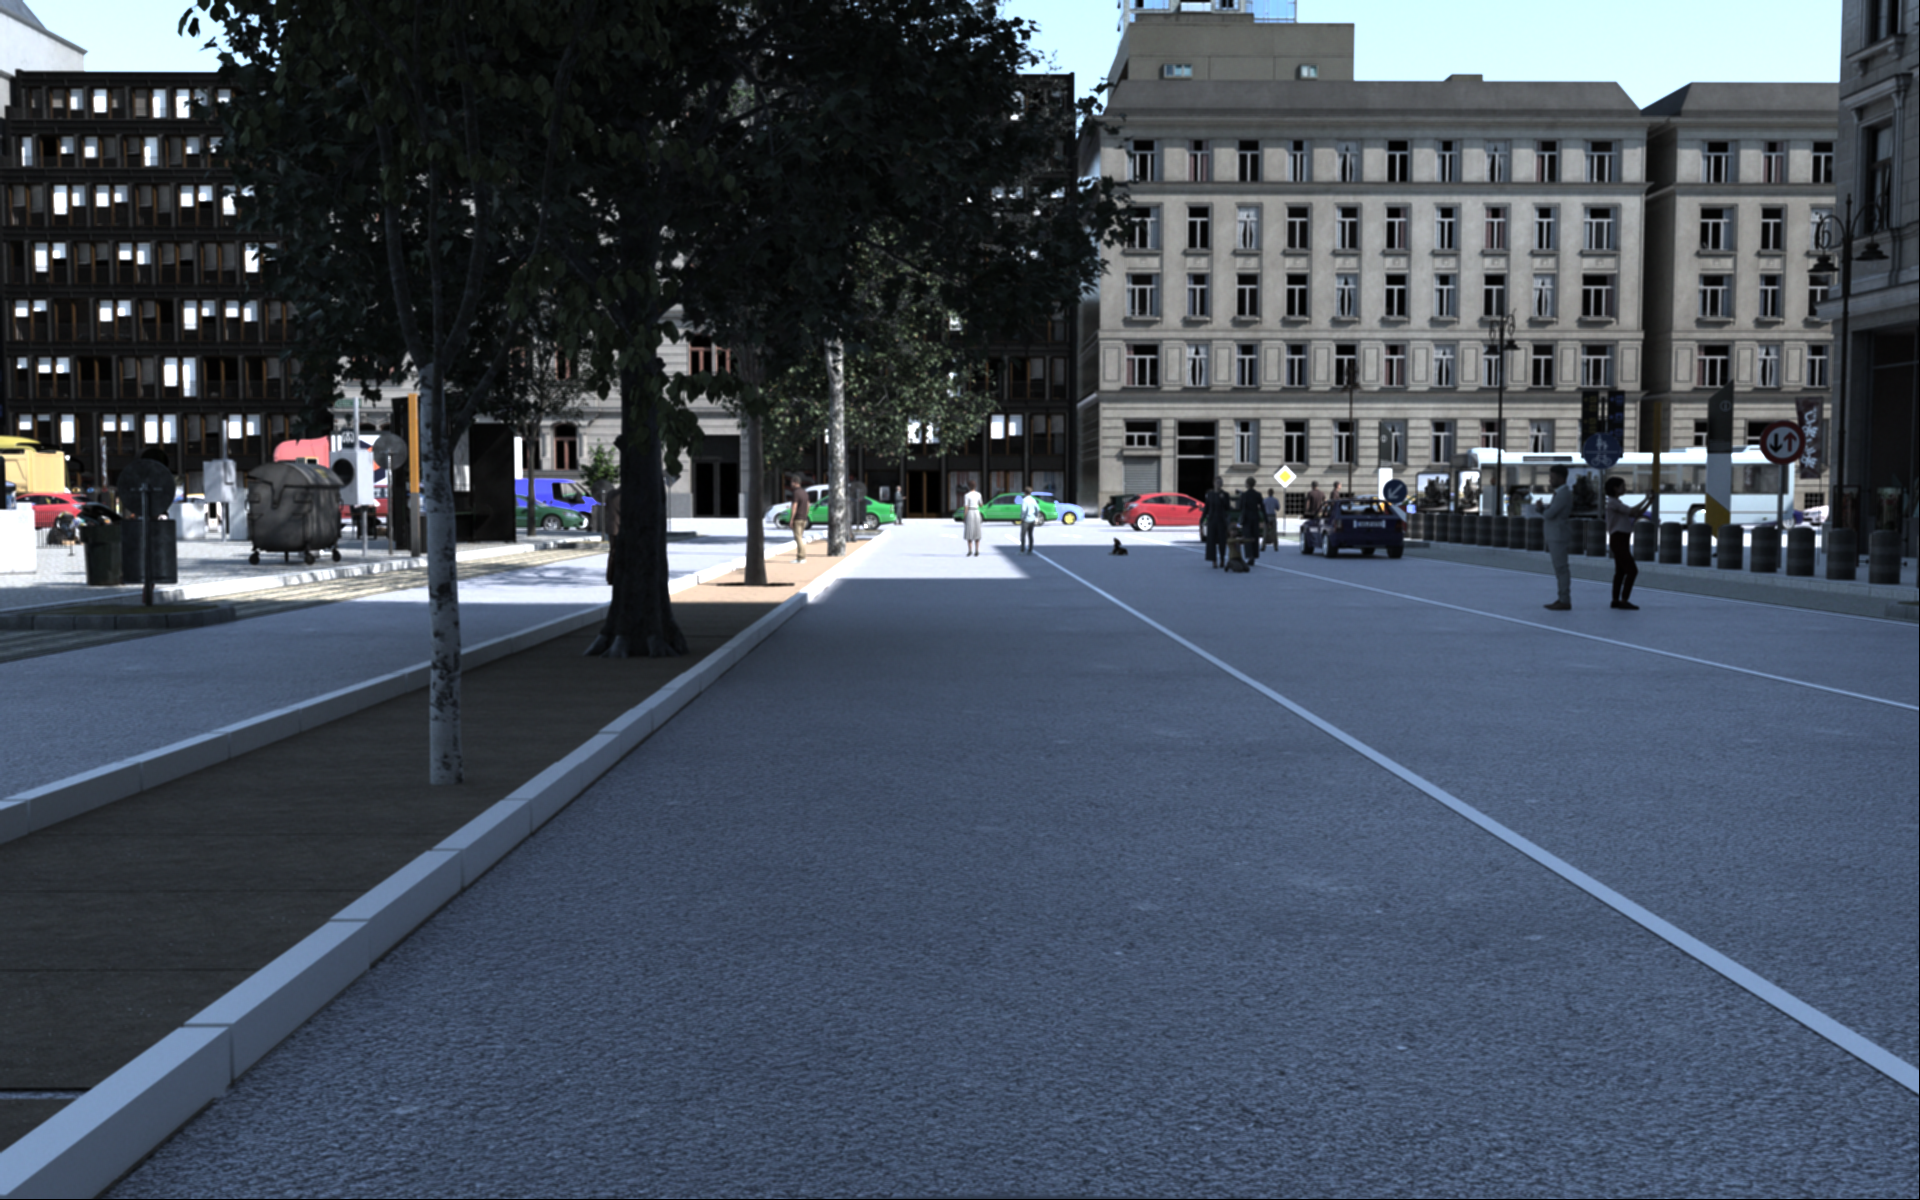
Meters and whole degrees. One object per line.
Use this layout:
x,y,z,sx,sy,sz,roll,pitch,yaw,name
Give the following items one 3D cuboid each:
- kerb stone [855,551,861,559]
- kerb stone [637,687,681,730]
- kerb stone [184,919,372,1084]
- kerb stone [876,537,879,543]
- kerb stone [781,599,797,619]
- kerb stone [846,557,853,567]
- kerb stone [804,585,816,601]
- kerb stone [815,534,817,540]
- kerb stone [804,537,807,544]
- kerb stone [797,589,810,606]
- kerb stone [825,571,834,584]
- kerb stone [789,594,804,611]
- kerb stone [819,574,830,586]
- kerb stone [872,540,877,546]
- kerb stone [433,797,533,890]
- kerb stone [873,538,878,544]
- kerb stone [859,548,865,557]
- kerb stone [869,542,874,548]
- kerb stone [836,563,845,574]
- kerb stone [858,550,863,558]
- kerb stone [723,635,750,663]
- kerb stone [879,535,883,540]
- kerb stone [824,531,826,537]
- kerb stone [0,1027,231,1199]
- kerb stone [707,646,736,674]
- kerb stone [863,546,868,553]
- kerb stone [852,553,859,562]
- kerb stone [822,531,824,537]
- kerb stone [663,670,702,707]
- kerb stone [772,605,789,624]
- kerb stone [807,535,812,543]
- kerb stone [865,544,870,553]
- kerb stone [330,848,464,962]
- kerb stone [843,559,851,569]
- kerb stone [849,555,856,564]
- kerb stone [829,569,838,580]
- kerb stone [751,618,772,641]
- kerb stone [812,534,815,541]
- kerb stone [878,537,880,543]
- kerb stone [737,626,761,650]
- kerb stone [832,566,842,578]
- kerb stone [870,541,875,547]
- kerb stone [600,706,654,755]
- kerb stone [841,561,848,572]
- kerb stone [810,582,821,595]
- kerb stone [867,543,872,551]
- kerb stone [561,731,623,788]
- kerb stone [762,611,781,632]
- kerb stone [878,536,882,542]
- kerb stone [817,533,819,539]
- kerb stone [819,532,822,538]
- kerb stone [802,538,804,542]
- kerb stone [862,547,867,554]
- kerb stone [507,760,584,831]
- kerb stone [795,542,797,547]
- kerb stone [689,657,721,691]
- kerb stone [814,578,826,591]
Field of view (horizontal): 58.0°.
-2.234,-0.879,36.571,0.120,0.150,1.000,0,4,-1,kerb stone
-1.906,0.694,10.895,0.120,0.150,1.000,0,4,-1,kerb stone
-1.828,1.071,4.702,0.120,0.150,1.000,0,4,-1,kerb stone
-2.383,-1.572,47.894,0.120,0.150,1.000,0,4,-1,kerb stone
-2.025,0.128,20.134,0.120,0.150,1.000,0,4,-1,kerb stone
-2.195,-0.690,33.488,0.120,0.150,1.000,0,4,-1,kerb stone
-2.059,-0.062,23.216,0.120,0.150,1.000,0,4,-1,kerb stone
-4.550,-1.887,53.053,0.120,0.150,1.000,0,4,-1,kerb stone
-4.499,-1.636,48.940,0.120,0.150,1.000,0,4,-1,kerb stone
-2.046,0.000,22.191,0.120,0.150,1.000,0,4,-1,kerb stone
-2.112,-0.314,27.325,0.120,0.150,1.000,0,4,-1,kerb stone
-2.039,0.063,21.159,0.120,0.150,1.000,0,4,-1,kerb stone
-2.111,-0.250,26.300,0.120,0.150,1.000,0,4,-1,kerb stone
-2.347,-1.445,45.841,0.120,0.150,1.000,0,4,-1,kerb stone
-1.857,0.944,6.768,0.120,0.150,1.000,0,4,-1,kerb stone
-2.365,-1.509,46.866,0.120,0.150,1.000,0,4,-1,kerb stone
-2.265,-1.004,38.630,0.120,0.150,1.000,0,4,-1,kerb stone
-2.327,-1.320,43.783,0.120,0.150,1.000,0,4,-1,kerb stone
-2.156,-0.503,30.412,0.120,0.150,1.000,0,4,-1,kerb stone
-2.246,-0.940,37.605,0.120,0.150,1.000,0,4,-1,kerb stone
-1.955,0.440,15.001,0.120,0.150,1.000,0,4,-1,kerb stone
-2.416,-1.761,50.983,0.120,0.150,1.000,0,4,-1,kerb stone
-4.599,-2.136,57.163,0.120,0.150,1.000,0,4,-1,kerb stone
-1.814,1.135,3.677,0.120,0.150,1.000,0,4,-1,kerb stone
-1.946,0.507,13.976,0.120,0.150,1.000,0,4,-1,kerb stone
-2.294,-1.126,40.691,0.120,0.150,1.000,0,4,-1,kerb stone
-2.218,-0.816,35.546,0.120,0.150,1.000,0,4,-1,kerb stone
-4.596,-2.075,56.138,0.120,0.150,1.000,0,4,-1,kerb stone
-1.922,0.628,11.926,0.120,0.150,1.000,0,4,-1,kerb stone
-2.013,0.190,19.109,0.120,0.150,1.000,0,4,-1,kerb stone
-4.517,-1.761,50.991,0.120,0.150,1.000,0,4,-1,kerb stone
-2.301,-1.194,41.719,0.120,0.150,1.000,0,4,-1,kerb stone
-1.851,1.008,5.735,0.120,0.150,1.000,0,4,-1,kerb stone
-2.174,-0.628,32.463,0.120,0.150,1.000,0,4,-1,kerb stone
-2.208,-0.753,34.514,0.120,0.150,1.000,0,4,-1,kerb stone
-2.129,-0.377,28.362,0.120,0.150,1.000,0,4,-1,kerb stone
-1.985,0.314,17.054,0.120,0.150,1.000,0,4,-1,kerb stone
-4.533,-1.822,52.023,0.120,0.150,1.000,0,4,-1,kerb stone
-2.394,-1.635,48.924,0.120,0.150,1.000,0,4,-1,kerb stone
-1.975,0.377,16.029,0.120,0.150,1.000,0,4,-1,kerb stone
-2.142,-0.436,29.387,0.120,0.150,1.000,0,4,-1,kerb stone
-2.342,-1.383,44.815,0.120,0.150,1.000,0,4,-1,kerb stone
-1.901,0.755,9.869,0.120,0.150,1.000,0,4,-1,kerb stone
-2.165,-0.565,31.438,0.120,0.150,1.000,0,4,-1,kerb stone
-2.078,-0.116,24.243,0.120,0.150,1.000,0,4,-1,kerb stone
-2.306,-1.257,42.752,0.120,0.150,1.000,0,4,-1,kerb stone
-1.884,0.826,8.830,0.120,0.150,1.000,0,4,-1,kerb stone
-1.996,0.252,18.079,0.120,0.150,1.000,0,4,-1,kerb stone
-2.407,-1.697,49.949,0.120,0.150,1.000,0,4,-1,kerb stone
-4.561,-1.950,54.084,0.120,0.150,1.000,0,4,-1,kerb stone
-4.570,-2.012,55.109,0.120,0.150,1.000,0,4,-1,kerb stone
-4.476,-1.572,47.904,0.120,0.150,1.000,0,4,-1,kerb stone
-2.269,-1.068,39.663,0.120,0.150,1.000,0,4,-1,kerb stone
-1.867,0.881,7.793,0.120,0.150,1.000,0,4,-1,kerb stone
-4.446,-1.447,45.848,0.120,0.150,1.000,0,4,-1,kerb stone
-1.928,0.569,12.951,0.120,0.150,1.000,0,4,-1,kerb stone
-2.086,-0.188,25.268,0.120,0.150,1.000,0,4,-1,kerb stone
